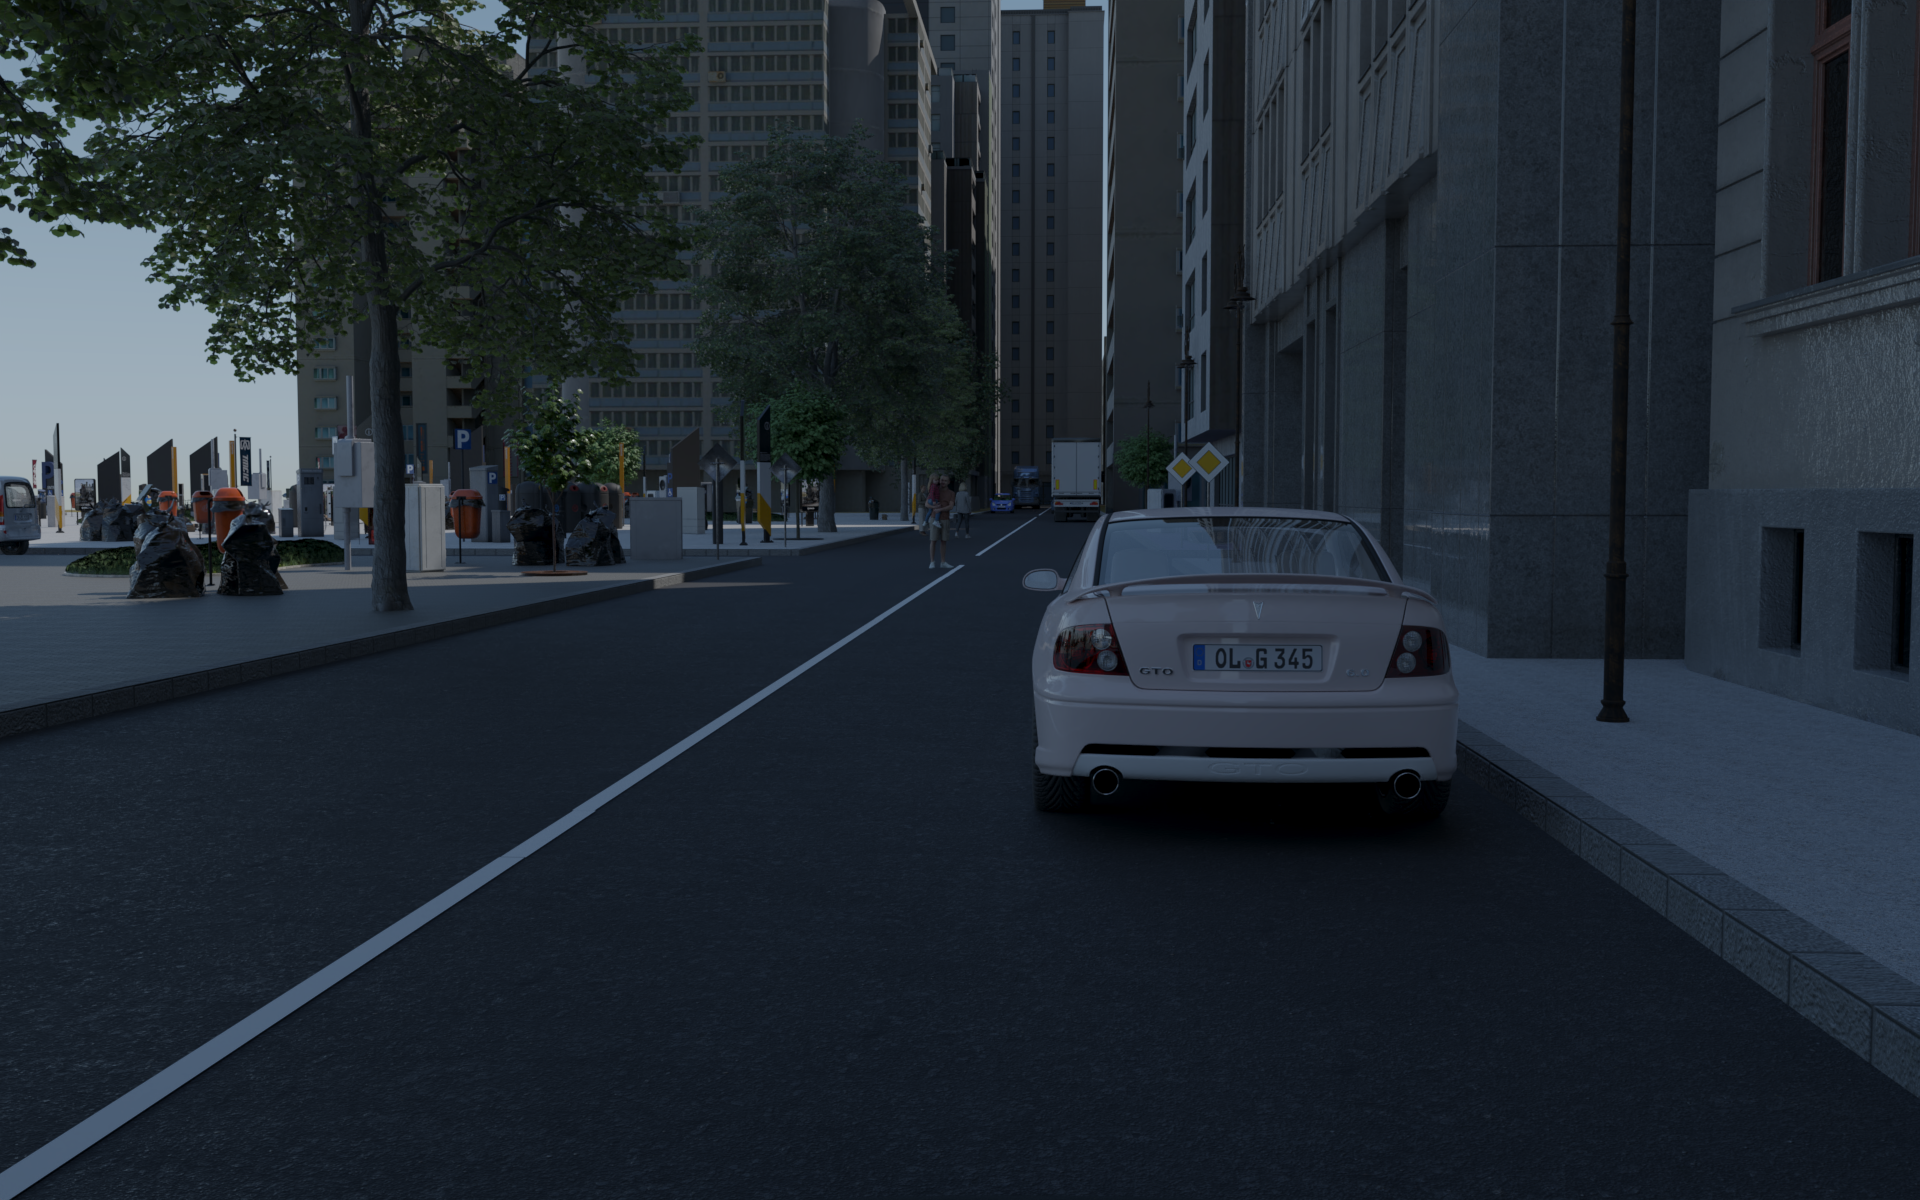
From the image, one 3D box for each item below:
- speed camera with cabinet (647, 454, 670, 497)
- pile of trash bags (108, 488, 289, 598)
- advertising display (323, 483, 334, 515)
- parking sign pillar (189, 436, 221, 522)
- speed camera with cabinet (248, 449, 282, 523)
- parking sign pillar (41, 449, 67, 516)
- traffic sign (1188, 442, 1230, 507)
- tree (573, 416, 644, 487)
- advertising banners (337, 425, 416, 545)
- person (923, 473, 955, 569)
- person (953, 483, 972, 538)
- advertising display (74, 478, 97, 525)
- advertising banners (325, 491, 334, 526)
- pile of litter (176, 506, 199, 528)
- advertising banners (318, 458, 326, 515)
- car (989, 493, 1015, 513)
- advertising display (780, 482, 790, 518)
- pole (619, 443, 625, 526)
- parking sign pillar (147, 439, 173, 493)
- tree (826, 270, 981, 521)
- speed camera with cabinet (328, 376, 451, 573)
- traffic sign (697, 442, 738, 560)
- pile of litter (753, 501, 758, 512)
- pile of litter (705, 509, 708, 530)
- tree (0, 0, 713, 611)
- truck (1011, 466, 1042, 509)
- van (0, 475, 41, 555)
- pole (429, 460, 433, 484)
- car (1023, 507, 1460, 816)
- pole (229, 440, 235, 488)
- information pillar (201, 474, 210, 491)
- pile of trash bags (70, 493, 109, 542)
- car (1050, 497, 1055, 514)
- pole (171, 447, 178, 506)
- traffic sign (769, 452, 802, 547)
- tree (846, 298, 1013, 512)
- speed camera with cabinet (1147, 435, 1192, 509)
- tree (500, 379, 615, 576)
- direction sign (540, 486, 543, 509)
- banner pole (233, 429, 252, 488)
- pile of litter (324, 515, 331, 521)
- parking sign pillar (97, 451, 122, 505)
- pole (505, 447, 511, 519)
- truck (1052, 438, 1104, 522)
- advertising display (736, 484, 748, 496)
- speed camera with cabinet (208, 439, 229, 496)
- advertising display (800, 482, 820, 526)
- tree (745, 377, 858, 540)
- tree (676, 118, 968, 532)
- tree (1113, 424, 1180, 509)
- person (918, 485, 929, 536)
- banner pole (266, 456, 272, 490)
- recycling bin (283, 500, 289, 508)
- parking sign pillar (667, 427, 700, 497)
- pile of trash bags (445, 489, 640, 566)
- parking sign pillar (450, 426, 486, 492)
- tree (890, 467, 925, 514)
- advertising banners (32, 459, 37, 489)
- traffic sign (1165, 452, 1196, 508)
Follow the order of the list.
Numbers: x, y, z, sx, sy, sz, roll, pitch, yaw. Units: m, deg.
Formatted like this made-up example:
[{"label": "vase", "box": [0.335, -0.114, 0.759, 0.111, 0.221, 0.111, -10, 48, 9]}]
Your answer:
[{"label": "speed camera with cabinet", "box": [-14.884, -5.615, 86.149, 0.660, 3.252, 2.038, -3, 4, -37]}, {"label": "pile of trash bags", "box": [-9.902, -0.811, 23.016, 1.912, 1.369, 3.447, -1, 4, -16]}, {"label": "advertising display", "box": [-37.535, -5.985, 103.068, 0.123, 1.923, 0.974, 2, 4, 33]}, {"label": "parking sign pillar", "box": [-35.344, -5.668, 81.138, 1.447, 3.967, 1.447, 0, 4, 0]}, {"label": "speed camera with cabinet", "box": [-30.479, -4.990, 75.921, 0.660, 3.252, 2.038, 0, 4, 5]}, {"label": "parking sign pillar", "box": [-54.369, -7.052, 103.765, 1.447, 3.967, 1.447, 1, 4, 22]}, {"label": "traffic sign", "box": [4.749, -1.803, 33.125, 0.795, 2.450, 0.064, 0, 4, 4]}, {"label": "tree", "box": [-14.848, -5.468, 73.115, 4.285, 4.588, 4.351, 0, 3, 0]}, {"label": "advertising banners", "box": [-14.698, -2.907, 43.724, 2.074, 3.025, 0.090, 0, 4, 6]}, {"label": "person", "box": [-0.423, -1.526, 33.429, 0.573, 1.828, 0.580, 2, 4, 33]}, {"label": "person", "box": [0.028, -2.898, 56.070, 0.709, 1.800, 0.728, 2, 4, 35]}, {"label": "advertising display", "box": [-36.267, -4.075, 71.834, 0.974, 1.923, 0.123, 1, 4, 14]}, {"label": "advertising banners", "box": [-25.002, -4.547, 70.527, 0.090, 3.025, 2.074, 1, 4, 19]}, {"label": "pile of litter", "box": [-29.290, -3.135, 65.225, 1.719, 0.858, 1.176, 2, 4, 31]}, {"label": "advertising banners", "box": [-31.059, -5.390, 84.318, 0.090, 3.025, 2.074, -1, 4, -10]}, {"label": "car", "box": [3.180, -7.328, 129.397, 1.945, 1.707, 3.694, 0, 4, 4]}, {"label": "advertising display", "box": [-9.463, -5.419, 93.822, 0.123, 1.923, 0.974, -2, 4, -31]}, {"label": "pole", "box": [-13.468, -4.595, 68.976, 0.158, 3.312, 0.155, 0, 3, 0]}, {"label": "parking sign pillar", "box": [-38.885, -5.868, 84.407, 1.447, 3.967, 1.447, 0, 4, 5]}, {"label": "tree", "box": [-3.049, -10.058, 82.582, 7.486, 12.596, 7.792, 0, 3, 0]}, {"label": "speed camera with cabinet", "box": [-9.515, -2.112, 28.870, 2.038, 3.252, 0.660, 2, 4, 30]}, {"label": "traffic sign", "box": [-4.724, -1.842, 33.754, 0.795, 2.450, 0.064, 0, 4, 4]}, {"label": "pile of litter", "box": [-13.957, -6.223, 115.705, 1.719, 0.858, 1.176, 1, 4, 10]}, {"label": "pile of litter", "box": [-9.478, -2.910, 61.547, 1.176, 0.858, 1.719, 1, 4, 10]}, {"label": "tree", "box": [-6.744, -6.160, 18.835, 7.486, 12.596, 7.792, 0, 3, 0]}, {"label": "truck", "box": [6.696, -11.126, 171.665, 2.967, 4.110, 18.799, 0, 4, 3]}, {"label": "van", "box": [-23.135, -1.966, 39.161, 4.112, 2.044, 2.013, 0, 4, 2]}, {"label": "pole", "box": [-31.998, -6.789, 104.840, 0.158, 3.312, 0.155, 0, 3, 0]}, {"label": "car", "box": [1.350, 0.197, 9.141, 2.083, 1.381, 4.827, 0, 4, 4]}, {"label": "pole", "box": [-27.687, -4.408, 65.919, 0.158, 3.312, 0.155, 0, 3, 0]}, {"label": "information pillar", "box": [-27.665, -3.616, 63.615, 0.304, 2.012, 0.304, -2, 4, -35]}, {"label": "pile of trash bags", "box": [-22.394, -2.339, 47.991, 1.912, 1.369, 3.447, 3, 5, 44]}, {"label": "car", "box": [7.627, -7.106, 128.192, 2.014, 1.417, 4.499, 0, 4, 3]}, {"label": "pole", "box": [-33.793, -4.937, 74.561, 0.158, 3.312, 0.155, 0, 3, 0]}, {"label": "traffic sign", "box": [-4.210, -2.329, 41.723, 0.795, 2.450, 0.064, 0, 4, 4]}, {"label": "tree", "box": [-1.761, -11.192, 99.992, 9.611, 12.733, 9.660, 0, 3, 0]}, {"label": "speed camera with cabinet", "box": [6.964, -3.858, 57.407, 0.660, 3.252, 2.038, 3, 4, 36]}, {"label": "tree", "box": [-6.297, -2.006, 27.397, 1.663, 3.219, 1.824, 0, 3, 0]}, {"label": "direction sign", "box": [-10.455, -3.134, 43.235, 0.379, 3.537, 0.876, 0, 4, -8]}, {"label": "banner pole", "box": [-27.580, -4.679, 66.525, 0.401, 3.779, 0.863, 3, 5, 41]}, {"label": "pile of litter", "box": [-30.043, -4.146, 81.755, 1.176, 0.858, 1.719, -1, 4, -18]}, {"label": "parking sign pillar", "box": [-52.962, -7.302, 107.857, 1.447, 3.967, 1.447, -1, 4, -13]}, {"label": "pole", "box": [-19.491, -4.941, 74.634, 0.158, 3.312, 0.155, 0, 3, 0]}, {"label": "truck", "box": [6.258, -6.305, 92.002, 2.839, 4.237, 11.283, 0, 4, 5]}, {"label": "advertising display", "box": [-13.350, -6.169, 106.080, 0.974, 1.923, 0.123, 3, 5, 44]}, {"label": "speed camera with cabinet", "box": [-26.319, -4.117, 61.651, 0.660, 3.252, 2.038, -2, 4, -27]}, {"label": "advertising display", "box": [-5.969, -3.890, 68.815, 0.123, 1.923, 0.974, 3, 5, 43]}, {"label": "tree", "box": [-4.489, -3.976, 48.716, 4.285, 4.588, 4.351, 0, 3, 0]}, {"label": "tree", "box": [-4.573, -9.244, 57.799, 9.857, 13.997, 8.962, 0, 3, 0]}, {"label": "tree", "box": [8.807, -5.953, 81.039, 4.285, 4.588, 4.351, 0, 3, 0]}, {"label": "person", "box": [-1.248, -3.106, 59.825, 0.362, 1.759, 0.519, 1, 4, 21]}, {"label": "banner pole", "box": [-45.135, -7.536, 113.225, 0.401, 3.779, 0.863, 0, 4, 3]}, {"label": "recycling bin", "box": [-30.345, -4.056, 78.866, 0.722, 1.027, 0.722, 0, 4, -6]}, {"label": "parking sign pillar", "box": [-11.098, -4.957, 69.520, 1.447, 3.967, 1.447, -3, 5, -43]}, {"label": "pile of trash bags", "box": [-7.819, -1.351, 31.844, 3.447, 1.369, 1.912, 1, 4, 15]}, {"label": "parking sign pillar", "box": [-19.462, -4.898, 68.560, 1.447, 3.967, 1.447, 0, 4, 5]}, {"label": "tree", "box": [-3.201, -9.823, 110.970, 4.360, 8.622, 3.978, 0, 3, 0]}, {"label": "advertising banners", "box": [-46.607, -5.532, 86.641, 0.090, 3.025, 2.074, 0, 4, -4]}, {"label": "traffic sign", "box": [5.264, -2.291, 41.093, 0.795, 2.450, 0.064, 0, 4, 4]}]
